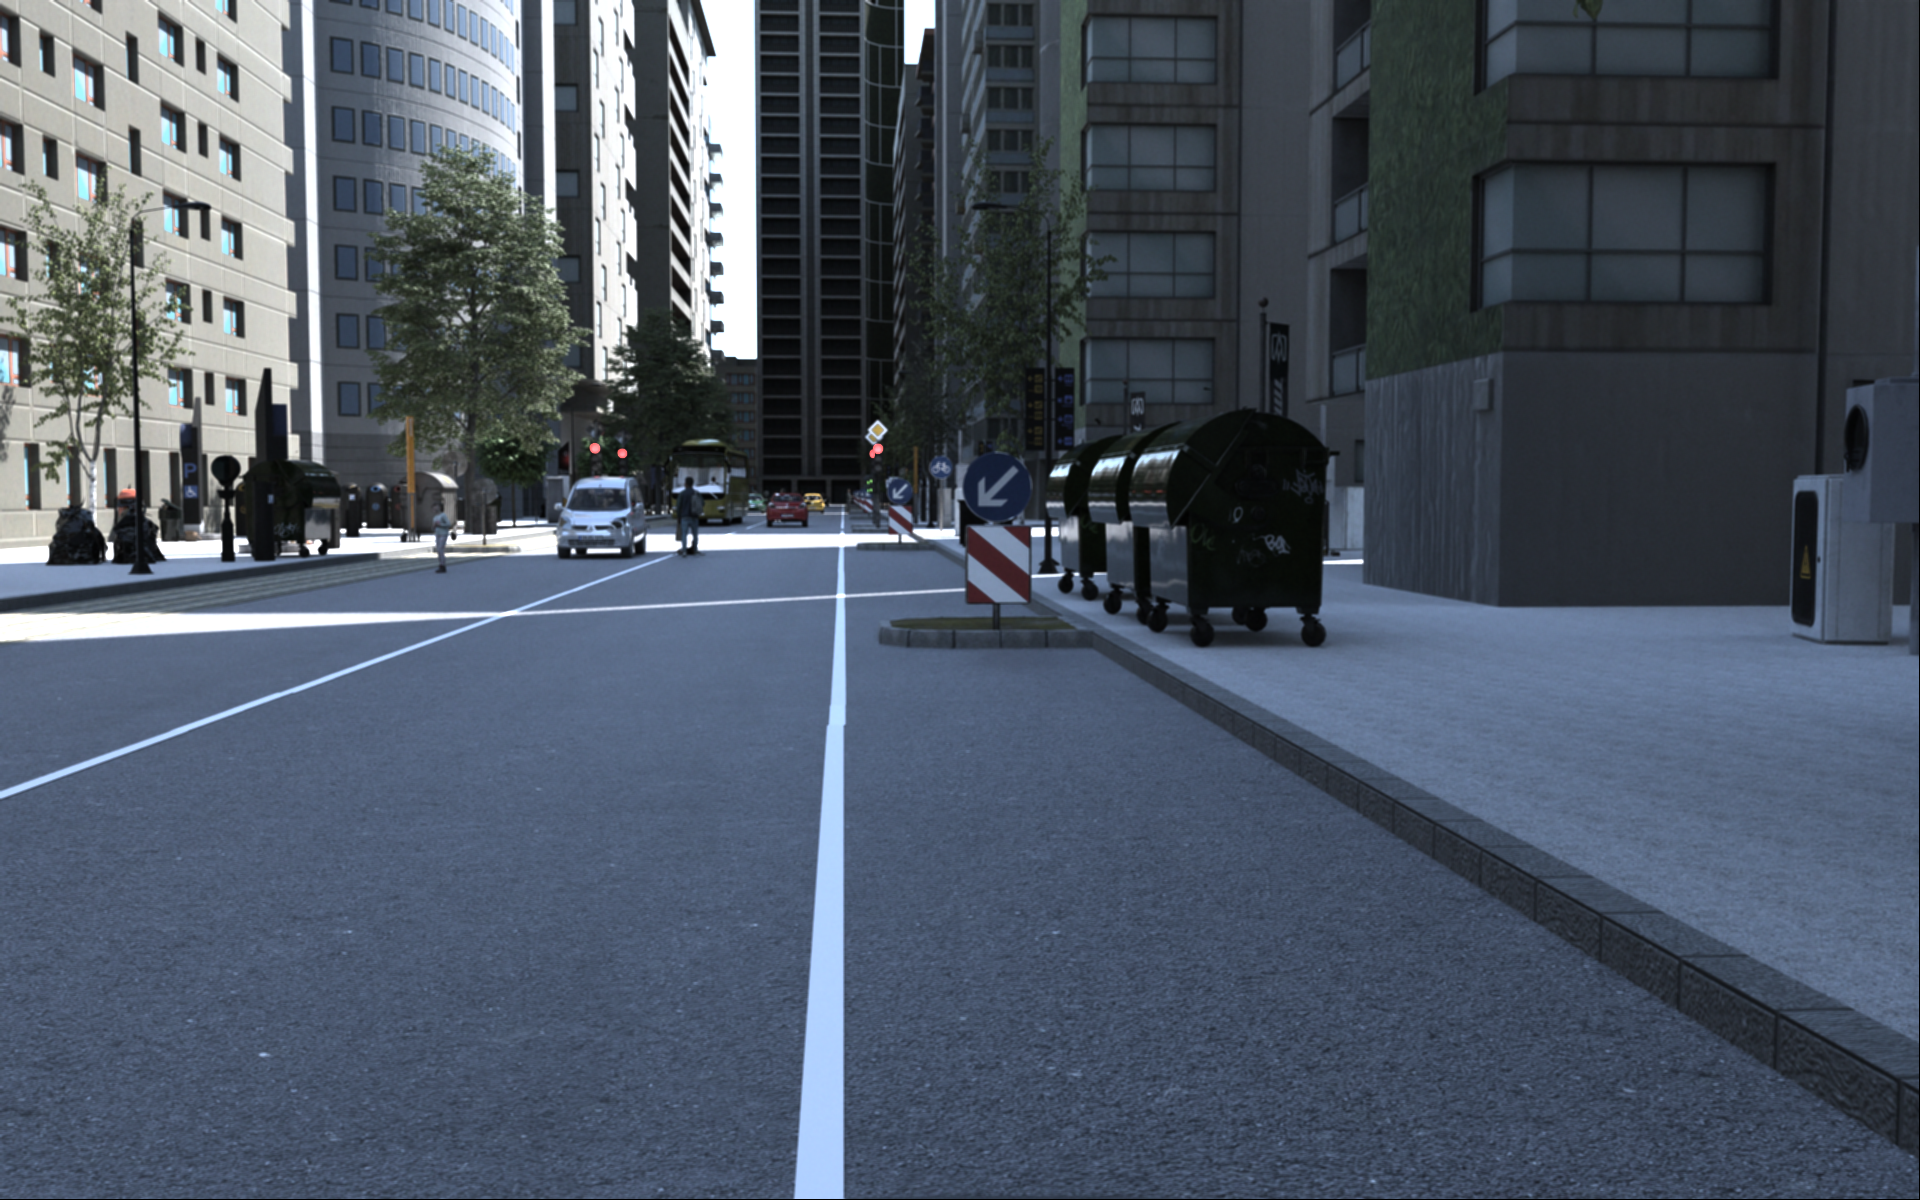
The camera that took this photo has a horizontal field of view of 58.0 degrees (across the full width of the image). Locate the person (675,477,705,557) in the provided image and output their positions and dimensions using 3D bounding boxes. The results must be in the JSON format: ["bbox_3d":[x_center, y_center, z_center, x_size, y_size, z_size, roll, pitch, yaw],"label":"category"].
[{"bbox_3d":[-6.192,-1.889,39.365,0.794,1.824,0.713,0,4,6],"label":"person"}]

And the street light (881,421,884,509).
[{"bbox_3d":[-4.609,-8.410,110.038,1.470,5.913,1.316,0,4,-4],"label":"street light"}]

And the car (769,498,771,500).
[{"bbox_3d":[-17.184,-9.475,165.146,2.015,1.641,3.980,0,4,-3],"label":"car"}]

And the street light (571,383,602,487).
[{"bbox_3d":[-15.671,-6.118,72.577,1.470,5.913,1.316,0,4,-4],"label":"street light"}]

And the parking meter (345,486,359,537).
[{"bbox_3d":[-18.137,-2.646,51.678,0.372,1.533,0.369,0,3,0],"label":"parking meter"}]

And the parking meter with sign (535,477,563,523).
[{"bbox_3d":[-17.797,-4.885,76.136,1.738,3.016,0.543,-1,4,-20],"label":"parking meter with sign"}]

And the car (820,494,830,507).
[{"bbox_3d":[-16.074,-11.680,200.752,2.009,1.686,4.222,0,4,-3],"label":"car"}]

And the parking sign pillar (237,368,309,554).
[{"bbox_3d":[-15.020,-3.015,37.768,1.447,3.967,1.447,-2,4,-31],"label":"parking sign pillar"}]

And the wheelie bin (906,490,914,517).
[{"bbox_3d":[-2.726,-5.466,97.269,0.693,1.594,0.980,0,4,7],"label":"wheelie bin"}]

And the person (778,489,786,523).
[{"bbox_3d":[-8.587,-4.582,84.422,0.512,1.701,0.522,-3,5,-41],"label":"person"}]

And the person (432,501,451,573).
[{"bbox_3d":[-9.492,-1.153,31.624,0.425,1.301,0.394,1,4,17],"label":"person"}]

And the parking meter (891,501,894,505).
[{"bbox_3d":[-4.260,-6.565,113.054,0.399,1.863,0.255,-1,4,-21],"label":"parking meter"}]

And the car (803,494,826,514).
[{"bbox_3d":[-10.888,-7.192,127.808,2.015,1.641,3.980,0,4,-5],"label":"car"}]

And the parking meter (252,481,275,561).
[{"bbox_3d":[-13.361,-1.519,33.240,0.372,1.533,0.369,0,3,0],"label":"parking meter"}]

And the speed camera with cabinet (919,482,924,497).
[{"bbox_3d":[-3.092,-7.743,120.926,0.660,3.252,2.038,1,4,17],"label":"speed camera with cabinet"}]

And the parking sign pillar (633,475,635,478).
[{"bbox_3d":[-27.930,-9.678,146.701,1.447,3.967,1.447,-2,4,-24],"label":"parking sign pillar"}]

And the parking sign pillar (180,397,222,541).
[{"bbox_3d":[-21.095,-3.616,47.599,1.447,3.967,1.447,-1,4,-19],"label":"parking sign pillar"}]

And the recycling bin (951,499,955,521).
[{"bbox_3d":[-0.056,-4.311,83.037,0.722,1.027,0.722,1,4,18],"label":"recycling bin"}]

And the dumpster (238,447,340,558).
[{"bbox_3d":[-13.720,-2.016,35.452,1.502,2.255,1.985,0,4,-4],"label":"dumpster"}]

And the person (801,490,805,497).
[{"bbox_3d":[-15.469,-9.862,169.762,1.348,1.822,0.705,1,4,23],"label":"person"}]

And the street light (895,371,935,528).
[{"bbox_3d":[-1.650,-5.683,65.453,1.470,5.913,1.316,0,4,-4],"label":"street light"}]

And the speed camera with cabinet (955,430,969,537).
[{"bbox_3d":[0.166,-3.591,53.055,0.660,3.252,2.038,0,4,2],"label":"speed camera with cabinet"}]

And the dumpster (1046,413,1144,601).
[{"bbox_3d":[1.920,-1.167,21.579,1.502,2.255,1.985,0,4,-4],"label":"dumpster"}]

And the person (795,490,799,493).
[{"bbox_3d":[-13.019,-7.844,137.346,0.643,1.750,0.593,1,4,20],"label":"person"}]

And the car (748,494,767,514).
[{"bbox_3d":[-15.194,-7.055,127.153,2.131,1.459,4.920,0,4,-5],"label":"car"}]

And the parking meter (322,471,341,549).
[{"bbox_3d":[-14.709,-2.128,40.496,0.399,1.863,0.255,1,4,9],"label":"parking meter"}]

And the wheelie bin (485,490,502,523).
[{"bbox_3d":[-20.886,-4.246,77.335,0.980,1.594,0.693,3,5,44],"label":"wheelie bin"}]

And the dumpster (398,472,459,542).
[{"bbox_3d":[-14.347,-2.505,46.722,1.264,1.857,1.865,0,4,-4],"label":"dumpster"}]

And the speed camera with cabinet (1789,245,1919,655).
[{"bbox_3d":[7.606,-1.238,14.576,0.660,3.252,2.038,1,4,10],"label":"speed camera with cabinet"}]

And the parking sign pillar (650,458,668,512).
[{"bbox_3d":[-21.657,-8.346,124.925,1.447,3.967,1.447,1,4,13],"label":"parking sign pillar"}]

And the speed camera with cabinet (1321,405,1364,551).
[{"bbox_3d":[8.512,-2.751,39.317,2.038,3.252,0.660,-3,5,-40],"label":"speed camera with cabinet"}]

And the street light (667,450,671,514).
[{"bbox_3d":[-18.115,-8.462,110.894,1.470,5.913,1.316,0,4,-4],"label":"street light"}]

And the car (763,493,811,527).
[{"bbox_3d":[-7.628,-4.123,76.443,2.155,1.783,4.494,0,4,-6],"label":"car"}]

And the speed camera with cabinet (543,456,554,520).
[{"bbox_3d":[-20.027,-5.598,85.863,0.660,3.252,2.038,-2,4,-35],"label":"speed camera with cabinet"}]

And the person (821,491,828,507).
[{"bbox_3d":[-15.006,-11.095,189.910,1.348,1.823,0.705,3,5,40],"label":"person"}]

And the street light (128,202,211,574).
[{"bbox_3d":[-12.610,-3.371,27.658,1.470,5.913,1.316,0,4,-4],"label":"street light"}]

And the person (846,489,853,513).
[{"bbox_3d":[-8.294,-7.436,130.247,0.590,1.801,0.661,-1,4,-11],"label":"person"}]

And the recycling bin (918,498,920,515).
[{"bbox_3d":[-2.891,-5.810,107.550,0.722,1.027,0.722,-3,4,-38],"label":"recycling bin"}]

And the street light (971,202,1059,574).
[{"bbox_3d":[0.880,-3.375,27.717,1.470,5.913,1.316,0,4,-4],"label":"street light"}]

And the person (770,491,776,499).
[{"bbox_3d":[-18.185,-9.782,169.220,0.721,1.735,1.217,2,4,27],"label":"person"}]

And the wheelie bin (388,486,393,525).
[{"bbox_3d":[-23.238,-3.895,71.598,0.980,1.594,0.693,1,4,10],"label":"wheelie bin"}]
